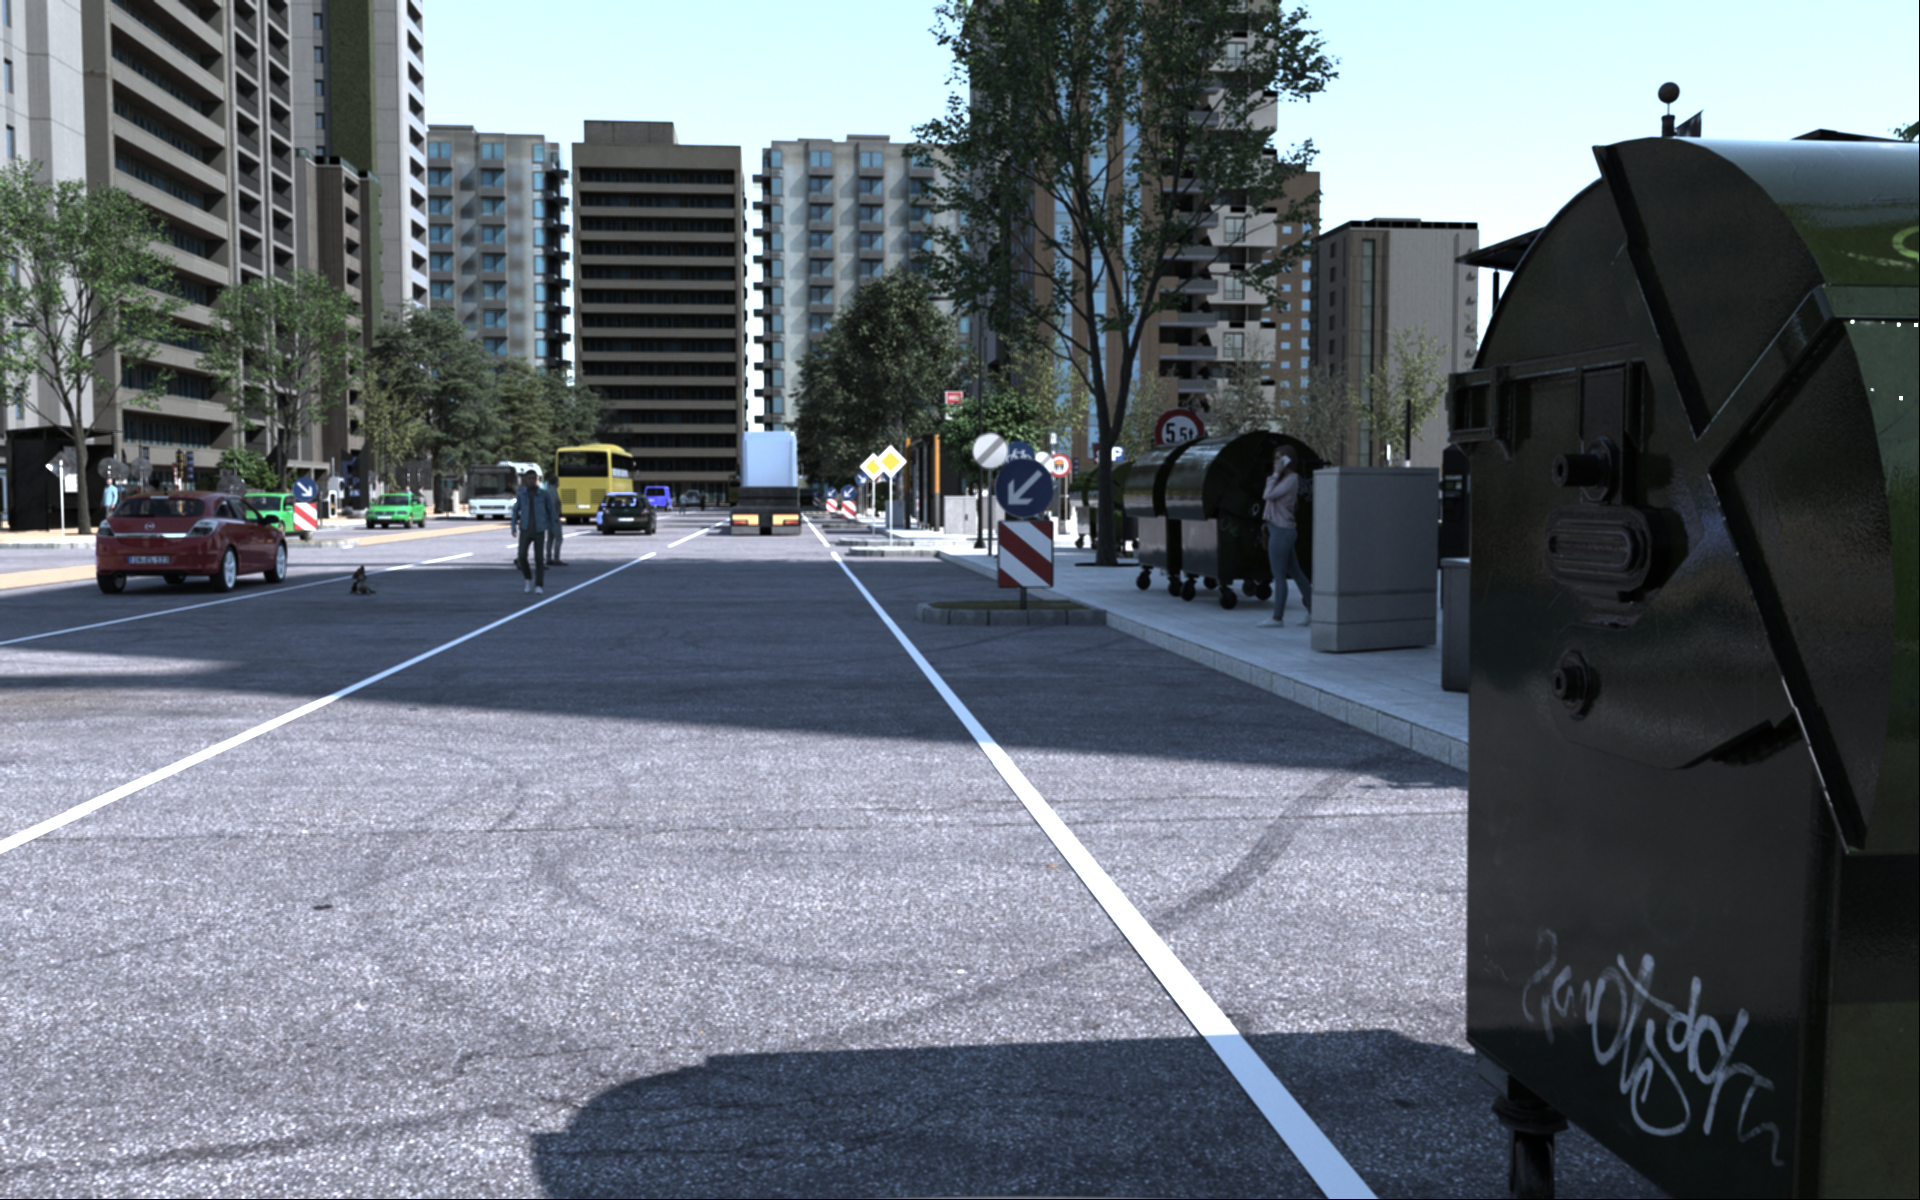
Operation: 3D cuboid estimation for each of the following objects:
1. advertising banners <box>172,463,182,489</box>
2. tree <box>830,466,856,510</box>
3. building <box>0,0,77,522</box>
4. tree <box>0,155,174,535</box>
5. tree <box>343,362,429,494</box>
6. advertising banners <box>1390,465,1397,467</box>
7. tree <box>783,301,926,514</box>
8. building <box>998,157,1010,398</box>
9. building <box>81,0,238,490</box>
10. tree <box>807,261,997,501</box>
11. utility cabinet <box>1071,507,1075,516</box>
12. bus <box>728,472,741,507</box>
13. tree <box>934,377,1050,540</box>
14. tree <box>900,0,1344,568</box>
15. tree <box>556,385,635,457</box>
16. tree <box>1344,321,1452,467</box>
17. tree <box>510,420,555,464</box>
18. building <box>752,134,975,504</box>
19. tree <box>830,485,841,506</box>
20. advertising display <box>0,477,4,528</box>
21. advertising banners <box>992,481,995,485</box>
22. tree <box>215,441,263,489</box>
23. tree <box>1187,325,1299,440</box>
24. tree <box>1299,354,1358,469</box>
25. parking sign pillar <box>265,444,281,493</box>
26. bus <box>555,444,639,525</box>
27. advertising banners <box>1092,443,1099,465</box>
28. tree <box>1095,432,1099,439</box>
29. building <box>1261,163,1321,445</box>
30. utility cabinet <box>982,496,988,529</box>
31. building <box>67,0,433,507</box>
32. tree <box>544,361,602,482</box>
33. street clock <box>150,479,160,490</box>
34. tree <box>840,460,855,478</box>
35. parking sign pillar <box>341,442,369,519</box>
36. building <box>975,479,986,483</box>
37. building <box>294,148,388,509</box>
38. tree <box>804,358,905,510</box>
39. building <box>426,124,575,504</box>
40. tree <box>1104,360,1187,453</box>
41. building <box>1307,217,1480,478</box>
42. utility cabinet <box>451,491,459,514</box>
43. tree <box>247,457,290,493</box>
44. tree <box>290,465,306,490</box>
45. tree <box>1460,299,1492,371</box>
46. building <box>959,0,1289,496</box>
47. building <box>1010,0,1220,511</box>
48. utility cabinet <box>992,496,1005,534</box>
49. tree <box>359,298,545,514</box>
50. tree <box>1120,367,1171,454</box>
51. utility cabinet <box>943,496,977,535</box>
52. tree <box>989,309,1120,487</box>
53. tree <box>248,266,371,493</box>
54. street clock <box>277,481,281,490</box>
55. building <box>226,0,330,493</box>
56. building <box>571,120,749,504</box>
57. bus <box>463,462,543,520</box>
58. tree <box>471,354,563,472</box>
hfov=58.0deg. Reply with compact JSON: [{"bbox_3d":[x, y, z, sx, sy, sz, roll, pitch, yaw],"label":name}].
[{"bbox_3d":[-43.182,-6.184,97.298,2.074,3.025,0.090,0,4,-3],"label":"advertising banners"},{"bbox_3d":[-9.199,-9.704,142.381,4.285,4.588,4.351,0,3,0],"label":"tree"},{"bbox_3d":[-52.457,-32.315,70.351,21.231,58.520,28.212,0,4,-6],"label":"building"},{"bbox_3d":[-27.636,-7.850,54.105,9.928,11.665,9.643,0,3,0],"label":"tree"},{"bbox_3d":[-32.399,-9.007,97.625,4.737,8.622,4.395,0,3,0],"label":"tree"},{"bbox_3d":[25.327,-6.634,104.655,2.074,3.025,0.090,0,4,6],"label":"advertising banners"},{"bbox_3d":[-6.585,-12.477,110.651,9.857,13.997,8.962,0,3,0],"label":"tree"},{"bbox_3d":[10.138,-23.213,151.239,14.160,30.474,14.107,0,4,-6],"label":"building"},{"bbox_3d":[-57.865,-29.322,103.124,21.300,48.544,21.600,0,4,-6],"label":"building"},{"bbox_3d":[-2.951,-10.314,85.639,9.611,12.733,9.660,0,3,0],"label":"tree"},{"bbox_3d":[6.173,-5.682,101.584,1.173,1.500,0.318,2,4,33],"label":"utility cabinet"},{"bbox_3d":[-24.227,-12.295,192.567,2.896,3.916,12.252,0,4,-5],"label":"bus"},{"bbox_3d":[0.934,-3.983,48.836,4.285,4.588,4.351,0,3,0],"label":"tree"},{"bbox_3d":[2.725,-6.415,30.641,9.928,11.665,9.643,0,3,0],"label":"tree"},{"bbox_3d":[-40.837,-17.251,192.423,12.009,13.543,11.850,0,3,0],"label":"tree"},{"bbox_3d":[18.804,-7.540,73.647,4.737,8.622,4.395,0,3,0],"label":"tree"},{"bbox_3d":[-37.611,-12.348,152.249,4.360,8.622,3.978,0,3,0],"label":"tree"},{"bbox_3d":[-12.451,-37.529,233.200,30.456,49.044,23.786,0,4,-6],"label":"building"},{"bbox_3d":[-12.623,-11.510,182.781,1.663,3.219,1.824,0,3,0],"label":"tree"},{"bbox_3d":[-36.797,-3.706,65.806,0.974,1.923,0.123,1,4,14],"label":"advertising display"},{"bbox_3d":[1.953,-4.022,61.948,2.074,3.025,0.090,0,4,3],"label":"advertising banners"},{"bbox_3d":[-44.534,-7.563,107.361,4.285,4.588,4.351,0,3,0],"label":"tree"},{"bbox_3d":[12.355,-7.692,76.119,4.360,8.622,3.978,0,3,0],"label":"tree"},{"bbox_3d":[18.889,-8.556,90.245,4.360,8.622,3.978,0,3,0],"label":"tree"},{"bbox_3d":[-37.043,-6.432,93.633,1.447,3.967,1.447,3,4,37],"label":"parking sign pillar"},{"bbox_3d":[-17.596,-5.670,84.253,2.896,3.916,12.252,0,4,-5],"label":"bus"},{"bbox_3d":[5.398,-3.814,58.540,2.074,3.025,0.090,2,4,28],"label":"advertising banners"},{"bbox_3d":[10.435,-9.760,109.946,4.360,8.622,3.978,0,3,0],"label":"tree"},{"bbox_3d":[39.254,-35.660,233.158,14.200,45.320,14.600,0,4,-6],"label":"building"},{"bbox_3d":[1.301,-3.189,63.303,1.020,1.237,0.306,1,4,9],"label":"utility cabinet"},{"bbox_3d":[-67.116,-38.333,168.750,28.212,58.520,21.231,0,4,-6],"label":"building"},{"bbox_3d":[-38.825,-15.795,164.910,9.857,13.997,8.962,0,3,0],"label":"tree"},{"bbox_3d":[-39.205,-4.880,84.362,0.358,2.002,0.471,1,4,15],"label":"street clock"},{"bbox_3d":[-8.146,-11.291,134.973,4.360,8.622,3.978,0,3,0],"label":"tree"},{"bbox_3d":[-30.856,-6.157,89.133,1.447,3.967,1.447,0,4,0],"label":"parking sign pillar"},{"bbox_3d":[16.954,-24.048,238.226,28.899,21.520,27.650,0,4,-6],"label":"building"},{"bbox_3d":[-57.652,-22.960,147.100,14.160,30.474,14.107,0,4,-6],"label":"building"},{"bbox_3d":[-7.368,-12.537,123.107,7.486,12.596,7.792,0,3,0],"label":"tree"},{"bbox_3d":[-65.980,-37.154,227.075,30.456,49.044,23.786,0,4,-6],"label":"building"},{"bbox_3d":[10.991,-8.900,95.873,4.360,8.622,3.978,0,3,0],"label":"tree"},{"bbox_3d":[45.914,-25.271,184.886,14.107,30.474,14.160,0,4,-6],"label":"building"},{"bbox_3d":[-32.435,-6.271,111.217,0.318,1.500,1.173,0,4,-7],"label":"utility cabinet"},{"bbox_3d":[-36.011,-5.801,89.447,1.663,3.219,1.824,0,3,0],"label":"tree"},{"bbox_3d":[-43.586,-7.269,113.453,1.663,3.219,1.824,0,3,0],"label":"tree"},{"bbox_3d":[20.664,-7.016,65.080,4.360,8.622,3.978,0,3,0],"label":"tree"},{"bbox_3d":[15.594,-35.706,173.038,28.713,52.752,27.495,0,4,-6],"label":"building"},{"bbox_3d":[11.717,-29.764,136.746,14.600,45.320,14.200,0,4,-6],"label":"building"},{"bbox_3d":[1.630,-2.737,55.908,1.020,1.237,0.306,0,4,2],"label":"utility cabinet"},{"bbox_3d":[-33.804,-12.574,112.237,9.857,13.997,8.962,0,3,0],"label":"tree"},{"bbox_3d":[10.566,-9.218,101.083,4.737,8.622,4.395,0,3,0],"label":"tree"},{"bbox_3d":[0.002,-2.657,54.603,1.020,1.237,0.306,0,4,-7],"label":"utility cabinet"},{"bbox_3d":[3.346,-7.199,68.073,4.737,8.622,4.395,0,3,0],"label":"tree"},{"bbox_3d":[-30.326,-9.298,77.780,9.928,11.665,9.643,0,3,0],"label":"tree"},{"bbox_3d":[-35.795,-5.302,91.257,0.358,2.002,0.471,0,4,-1],"label":"street clock"},{"bbox_3d":[-59.077,-42.205,128.301,20.563,71.187,20.611,0,4,-6],"label":"building"},{"bbox_3d":[-38.985,-36.980,228.317,21.600,48.544,21.300,0,4,-6],"label":"building"},{"bbox_3d":[-25.672,-6.309,98.018,2.948,3.499,13.247,0,4,-7],"label":"bus"},{"bbox_3d":[-36.035,-13.600,140.495,7.486,12.596,7.792,0,3,0],"label":"tree"}]
